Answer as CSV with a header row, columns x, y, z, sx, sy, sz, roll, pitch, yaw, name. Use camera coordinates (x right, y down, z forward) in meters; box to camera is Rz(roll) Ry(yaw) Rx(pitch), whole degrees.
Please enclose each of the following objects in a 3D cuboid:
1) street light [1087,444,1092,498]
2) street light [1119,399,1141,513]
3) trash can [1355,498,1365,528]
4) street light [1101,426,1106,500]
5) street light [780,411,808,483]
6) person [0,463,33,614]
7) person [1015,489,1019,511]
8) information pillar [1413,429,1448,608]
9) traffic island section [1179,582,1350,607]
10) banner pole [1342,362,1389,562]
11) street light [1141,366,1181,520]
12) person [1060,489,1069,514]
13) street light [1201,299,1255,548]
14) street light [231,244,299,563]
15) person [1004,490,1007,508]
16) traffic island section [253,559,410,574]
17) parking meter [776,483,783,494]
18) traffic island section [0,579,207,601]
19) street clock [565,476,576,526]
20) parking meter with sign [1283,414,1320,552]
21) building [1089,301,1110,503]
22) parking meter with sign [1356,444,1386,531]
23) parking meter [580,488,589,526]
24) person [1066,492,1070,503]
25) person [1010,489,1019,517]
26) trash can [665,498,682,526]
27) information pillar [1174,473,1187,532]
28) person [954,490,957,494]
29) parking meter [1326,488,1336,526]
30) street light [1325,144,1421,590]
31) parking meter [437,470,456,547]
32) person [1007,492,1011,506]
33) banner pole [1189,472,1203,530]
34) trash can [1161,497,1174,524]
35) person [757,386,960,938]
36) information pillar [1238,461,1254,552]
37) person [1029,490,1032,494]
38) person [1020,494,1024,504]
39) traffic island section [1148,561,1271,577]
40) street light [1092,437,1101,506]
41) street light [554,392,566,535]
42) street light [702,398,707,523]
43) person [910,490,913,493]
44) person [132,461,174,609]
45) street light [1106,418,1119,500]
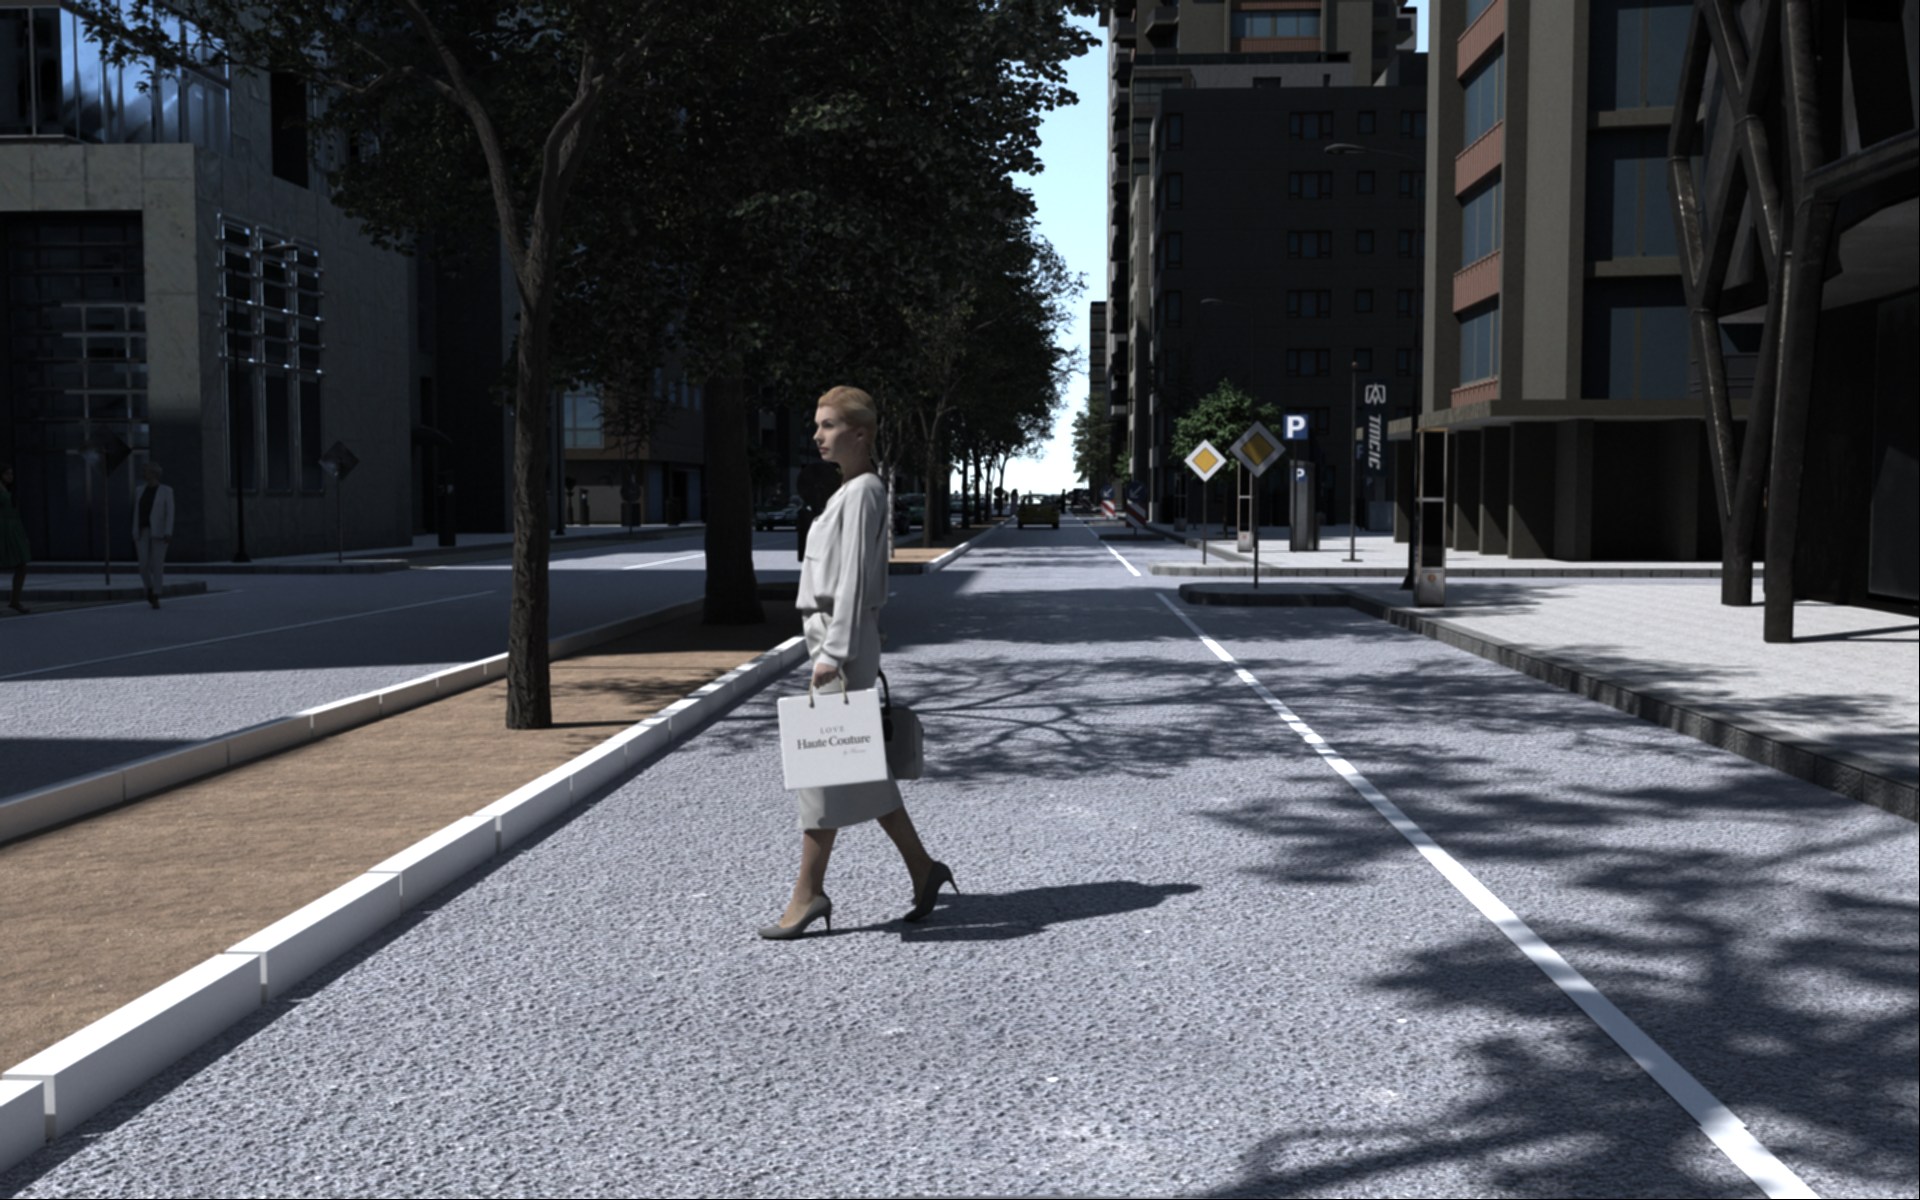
x,y,z,sx,sy,sz,roll,pitch,yaw,name
12.830,-11.539,161.199,1.470,5.913,1.316,0,4,3,street light
8.700,-6.864,84.764,1.470,5.913,1.316,0,4,3,street light
15.416,-3.326,66.039,0.748,1.137,0.748,0,3,0,trash can
10.580,-8.915,118.309,1.470,5.913,1.316,0,4,3,street light
-9.518,-7.628,97.266,1.470,5.913,1.316,0,4,3,street light
-11.365,-0.724,20.588,0.529,1.795,0.600,0,4,2,person
4.051,-7.234,126.715,0.705,1.831,1.348,-1,4,-20,person
5.329,-0.926,19.626,0.304,2.012,0.304,0,4,4,information pillar
4.042,-0.077,23.540,2.009,0.180,2.903,0,4,3,traffic island section
7.712,-2.622,32.890,0.863,3.779,0.401,1,4,9,banner pole
7.419,-5.526,62.887,1.470,5.913,1.316,0,4,3,street light
7.594,-7.196,126.165,0.705,1.823,1.348,-1,4,-22,person
6.453,-4.214,41.434,1.470,5.913,1.316,0,4,3,street light
-12.944,-3.655,32.295,1.470,5.913,1.316,0,4,3,street light
4.528,-10.140,174.309,0.705,1.822,1.348,0,4,-2,person
-11.601,-0.617,32.373,2.009,0.180,2.903,0,4,3,traffic island section
-9.807,-5.408,94.138,0.255,1.863,0.399,1,4,21,parking meter
-12.027,-0.130,24.399,2.009,0.180,2.903,0,4,3,traffic island section
-15.921,-4.044,70.690,0.471,2.002,0.358,2,4,24,street clock
7.689,-2.599,38.759,0.543,3.016,1.738,2,4,23,parking meter with sign
26.257,-29.758,258.241,14.160,30.474,14.107,0,4,3,building
14.497,-3.918,60.323,1.738,3.016,0.543,-3,5,-39,parking meter with sign
-15.174,-3.766,69.978,0.372,1.533,0.369,0,3,0,parking meter
15.297,-14.355,243.735,0.617,1.759,0.750,3,5,39,person
3.413,-6.117,109.185,0.621,1.740,0.551,3,4,37,person
-11.664,-3.596,70.455,0.748,1.137,0.748,0,3,0,trash can
7.538,-3.347,59.212,0.304,2.012,0.304,-2,4,-32,information pillar
-0.332,-9.278,160.328,0.705,1.807,1.348,3,5,42,person
14.995,-3.766,69.977,0.372,1.533,0.369,0,3,0,parking meter
5.545,-3.095,23.151,1.470,5.913,1.316,0,4,3,street light
-12.551,-2.238,42.308,0.255,1.863,0.399,2,4,25,parking meter
5.659,-12.112,207.360,0.721,1.723,1.217,3,5,42,person
8.490,-4.388,61.757,0.401,3.779,0.863,-1,4,-20,banner pole
8.943,-3.812,73.983,0.748,1.137,0.748,0,3,0,trash can
-0.326,0.197,5.633,0.624,1.780,0.694,0,4,7,person
6.297,-2.059,38.157,0.304,2.012,0.304,1,4,19,information pillar
6.702,-9.626,165.964,0.705,1.814,1.350,-3,5,-44,person
8.801,-14.272,245.029,0.628,1.438,0.799,3,5,39,person
4.467,-0.565,31.514,2.009,0.180,2.903,0,4,3,traffic island section
11.627,-10.227,139.758,1.470,5.913,1.316,0,4,3,street light
-11.926,-4.967,53.746,1.470,5.913,1.316,0,4,3,street light
-10.628,-6.317,75.820,1.470,5.913,1.316,0,4,3,street light
-3.764,-7.890,138.291,0.721,1.735,1.217,-3,4,-37,person
-10.181,-0.825,21.867,0.514,1.842,0.818,-1,4,-19,person
9.901,-8.175,106.205,1.470,5.913,1.316,0,4,3,street light
